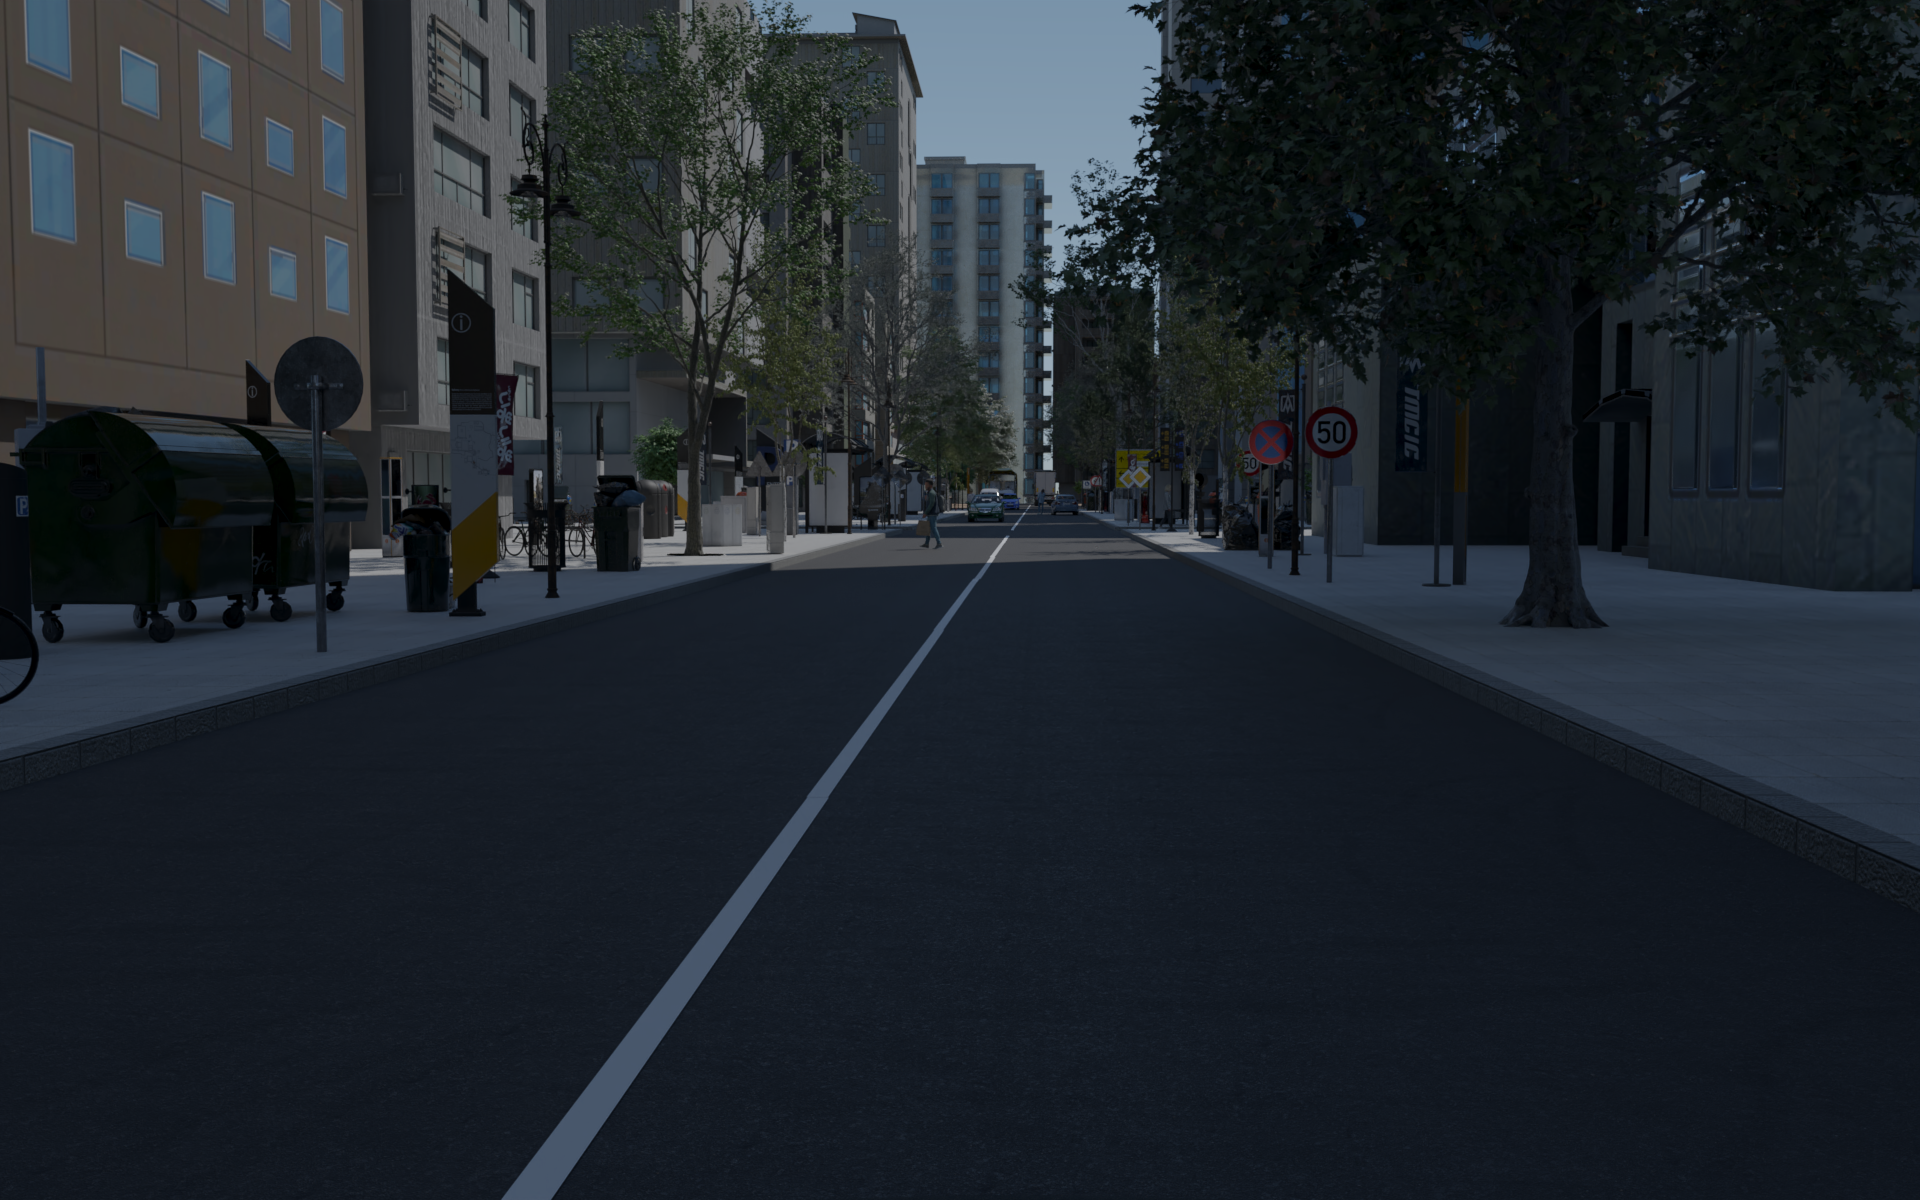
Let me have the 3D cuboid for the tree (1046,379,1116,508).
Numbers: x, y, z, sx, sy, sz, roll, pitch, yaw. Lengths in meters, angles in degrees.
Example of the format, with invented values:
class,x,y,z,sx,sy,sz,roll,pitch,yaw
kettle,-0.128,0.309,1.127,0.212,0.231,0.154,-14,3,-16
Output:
class,x,y,z,sx,sy,sz,roll,pitch,yaw
tree,11.337,-14.077,155.918,9.928,11.665,9.643,0,3,0

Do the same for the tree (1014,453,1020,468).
class,x,y,z,sx,sy,sz,roll,pitch,yaw
tree,3.387,-17.325,217.667,8.767,10.594,7.601,0,4,2

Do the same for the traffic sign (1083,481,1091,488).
class,x,y,z,sx,sy,sz,roll,pitch,yaw
traffic sign,9.633,-7.906,131.393,0.606,2.300,0.079,0,4,7

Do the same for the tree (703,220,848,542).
class,x,y,z,sx,sy,sz,roll,pitch,yaw
tree,-4.800,-5.865,46.249,4.737,8.622,4.395,0,3,0

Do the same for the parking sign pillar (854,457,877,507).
class,x,y,z,sx,sy,sz,roll,pitch,yaw
parking sign pillar,-6.983,-8.339,124.821,1.447,3.967,1.447,0,4,5

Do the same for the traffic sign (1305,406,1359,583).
class,x,y,z,sx,sy,sz,roll,pitch,yaw
traffic sign,5.353,-1.524,25.029,0.768,2.556,0.104,0,4,4

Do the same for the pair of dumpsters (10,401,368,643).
class,x,y,z,sx,sy,sz,roll,pitch,yaw
pair of dumpsters,-7.330,-0.879,16.872,1.574,2.255,4.437,0,4,2

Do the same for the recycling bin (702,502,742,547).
class,x,y,z,sx,sy,sz,roll,pitch,yaw
recycling bin,-5.852,-1.838,42.603,0.722,1.027,0.722,3,4,37

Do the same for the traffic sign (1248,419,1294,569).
class,x,y,z,sx,sy,sz,roll,pitch,yaw
traffic sign,5.326,-1.810,29.699,0.768,2.556,0.104,1,4,9

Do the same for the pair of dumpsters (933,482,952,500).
class,x,y,z,sx,sy,sz,roll,pitch,yaw
pair of dumpsters,-1.493,-8.059,134.262,1.574,2.255,4.437,0,4,3

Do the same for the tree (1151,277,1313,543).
class,x,y,z,sx,sy,sz,roll,pitch,yaw
tree,7.169,-5.792,45.056,4.737,8.622,4.395,0,3,0

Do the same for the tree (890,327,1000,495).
class,x,y,z,sx,sy,sz,roll,pitch,yaw
tree,-1.208,-12.105,116.046,7.486,12.596,7.792,0,3,0

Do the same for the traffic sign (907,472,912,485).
class,x,y,z,sx,sy,sz,roll,pitch,yaw
traffic sign,-3.037,-5.881,96.262,0.768,2.556,0.104,0,4,4

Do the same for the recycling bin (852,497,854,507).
class,x,y,z,sx,sy,sz,roll,pitch,yaw
recycling bin,-8.207,-7.450,134.359,0.722,1.027,0.722,2,4,26

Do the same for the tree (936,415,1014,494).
class,x,y,z,sx,sy,sz,roll,pitch,yaw
tree,0.728,-14.906,178.118,7.601,10.594,8.767,1,4,12

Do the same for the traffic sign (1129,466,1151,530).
class,x,y,z,sx,sy,sz,roll,pitch,yaw
traffic sign,6.404,-3.546,61.620,0.795,2.450,0.064,0,4,3

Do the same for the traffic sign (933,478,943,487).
class,x,y,z,sx,sy,sz,roll,pitch,yaw
traffic sign,-1.687,-7.857,128.466,0.884,2.594,0.081,1,4,11

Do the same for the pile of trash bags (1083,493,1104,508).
class,x,y,z,sx,sy,sz,roll,pitch,yaw
pile of trash bags,11.091,-8.012,140.753,1.912,1.369,3.447,-2,4,-31

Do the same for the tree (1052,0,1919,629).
class,x,y,z,sx,sy,sz,roll,pitch,yaw
tree,5.685,-6.092,16.608,9.611,12.733,9.660,0,3,0

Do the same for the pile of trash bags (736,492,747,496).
class,x,y,z,sx,sy,sz,roll,pitch,yaw
pile of trash bags,-8.578,-3.964,74.556,1.912,1.369,3.447,-3,5,-43

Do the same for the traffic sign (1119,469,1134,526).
class,x,y,z,sx,sy,sz,roll,pitch,yaw
traffic sign,6.766,-4.034,69.597,0.795,2.450,0.064,0,4,3

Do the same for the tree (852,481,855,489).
class,x,y,z,sx,sy,sz,roll,pitch,yaw
tree,-7.170,-6.841,106.455,1.663,3.219,1.824,0,3,0

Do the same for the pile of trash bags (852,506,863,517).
class,x,y,z,sx,sy,sz,roll,pitch,yaw
pile of trash bags,-6.414,-5.270,95.910,3.447,1.369,1.912,1,4,18

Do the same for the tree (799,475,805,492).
class,x,y,z,sx,sy,sz,roll,pitch,yaw
tree,-7.844,-5.979,92.354,1.663,3.219,1.824,0,3,0

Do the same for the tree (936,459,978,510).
class,x,y,z,sx,sy,sz,roll,pitch,yaw
tree,-0.084,-10.232,151.009,4.285,4.588,4.351,0,3,0

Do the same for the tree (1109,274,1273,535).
class,x,y,z,sx,sy,sz,roll,pitch,yaw
tree,7.552,-6.380,54.668,4.360,8.622,3.978,0,3,0

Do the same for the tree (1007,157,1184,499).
class,x,y,z,sx,sy,sz,roll,pitch,yaw
tree,8.049,-14.963,100.542,12.611,20.169,13.585,0,3,0

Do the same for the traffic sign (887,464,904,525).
class,x,y,z,sx,sy,sz,roll,pitch,yaw
traffic sign,-2.729,-4.441,72.721,0.768,2.556,0.104,0,4,4

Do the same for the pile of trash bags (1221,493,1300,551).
class,x,y,z,sx,sy,sz,roll,pitch,yaw
pile of trash bags,7.139,-1.902,40.850,1.912,1.369,3.447,1,4,11

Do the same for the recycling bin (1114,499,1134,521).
class,x,y,z,sx,sy,sz,roll,pitch,yaw
recycling bin,7.993,-4.389,84.309,0.722,1.027,0.722,3,5,39

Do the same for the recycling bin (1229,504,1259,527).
class,x,y,z,sx,sy,sz,roll,pitch,yaw
recycling bin,7.302,-1.920,43.939,0.722,1.027,0.722,3,5,39

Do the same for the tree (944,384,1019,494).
class,x,y,z,sx,sy,sz,roll,pitch,yaw
tree,2.295,-17.512,192.974,9.857,13.997,8.962,0,3,0

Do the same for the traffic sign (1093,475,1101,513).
class,x,y,z,sx,sy,sz,roll,pitch,yaw
traffic sign,9.303,-7.061,115.456,0.884,2.594,0.081,1,4,12

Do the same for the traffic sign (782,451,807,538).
class,x,y,z,sx,sy,sz,roll,pitch,yaw
traffic sign,-4.859,-3.093,50.679,0.768,2.556,0.104,0,4,4

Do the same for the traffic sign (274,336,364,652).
class,x,y,z,sx,sy,sz,roll,pitch,yaw
traffic sign,-5.188,-0.850,14.004,0.768,2.556,0.104,0,4,8

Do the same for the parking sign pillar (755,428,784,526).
class,x,y,z,sx,sy,sz,roll,pitch,yaw
parking sign pillar,-7.690,-5.037,70.823,1.447,3.967,1.447,0,4,4

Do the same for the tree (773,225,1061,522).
class,x,y,z,sx,sy,sz,roll,pitch,yaw
tree,-3.277,-10.280,78.448,12.009,13.543,11.850,0,3,0

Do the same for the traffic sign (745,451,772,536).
class,x,y,z,sx,sy,sz,roll,pitch,yaw
traffic sign,-6.067,-3.204,52.386,0.884,2.594,0.081,0,4,7

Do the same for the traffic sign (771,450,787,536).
class,x,y,z,sx,sy,sz,roll,pitch,yaw
traffic sign,-5.189,-3.150,51.506,0.884,2.594,0.081,1,4,12

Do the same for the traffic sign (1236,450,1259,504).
class,x,y,z,sx,sy,sz,roll,pitch,yaw
traffic sign,8.351,-3.055,50.052,0.768,2.556,0.104,0,4,8

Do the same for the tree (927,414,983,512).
class,x,y,z,sx,sy,sz,roll,pitch,yaw
tree,-0.632,-10.651,124.512,4.737,8.622,4.395,0,3,0

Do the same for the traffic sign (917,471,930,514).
class,x,y,z,sx,sy,sz,roll,pitch,yaw
traffic sign,-2.044,-5.922,96.934,0.768,2.556,0.104,0,4,7

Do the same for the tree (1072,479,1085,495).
class,x,y,z,sx,sy,sz,roll,pitch,yaw
tree,15.344,-13.875,221.450,1.663,3.219,1.824,0,3,0

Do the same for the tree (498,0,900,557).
class,x,y,z,sx,sy,sz,roll,pitch,yaw
tree,-5.357,-6.725,35.702,9.928,11.665,9.643,0,3,0

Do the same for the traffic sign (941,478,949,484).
class,x,y,z,sx,sy,sz,roll,pitch,yaw
traffic sign,-1.244,-8.364,136.865,0.768,2.556,0.104,1,4,9

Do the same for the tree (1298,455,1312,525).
class,x,y,z,sx,sy,sz,roll,pitch,yaw
tree,14.983,-4.727,71.883,1.663,3.219,1.824,0,3,0

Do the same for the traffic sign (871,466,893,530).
class,x,y,z,sx,sy,sz,roll,pitch,yaw
traffic sign,-2.780,-3.573,62.055,0.795,2.450,0.064,0,4,3

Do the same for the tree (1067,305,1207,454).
class,x,y,z,sx,sy,sz,roll,pitch,yaw
tree,8.755,-9.278,86.100,7.601,10.594,8.767,-2,4,-25

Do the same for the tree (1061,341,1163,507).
class,x,y,z,sx,sy,sz,roll,pitch,yaw
tree,11.229,-13.819,136.303,12.009,13.543,11.850,0,3,0

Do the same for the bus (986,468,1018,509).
class,x,y,z,sx,sy,sz,roll,pitch,yaw
bus,4.140,-10.635,165.435,2.896,3.916,12.252,0,4,3

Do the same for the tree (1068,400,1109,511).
class,x,y,z,sx,sy,sz,roll,pitch,yaw
tree,10.168,-10.905,128.657,4.360,8.622,3.978,0,3,0

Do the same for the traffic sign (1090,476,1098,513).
class,x,y,z,sx,sy,sz,roll,pitch,yaw
traffic sign,9.321,-7.272,119.007,0.768,2.556,0.104,0,4,4

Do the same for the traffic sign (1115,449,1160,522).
class,x,y,z,sx,sy,sz,roll,pitch,yaw
traffic sign,8.203,-5.196,78.834,2.265,3.308,0.079,0,4,4

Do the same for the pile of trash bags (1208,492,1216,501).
class,x,y,z,sx,sy,sz,roll,pitch,yaw
pile of trash bags,15.599,-5.439,98.672,3.447,1.369,1.912,-2,4,-29

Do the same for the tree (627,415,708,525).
class,x,y,z,sx,sy,sz,roll,pitch,yaw
tree,-12.287,-5.420,72.326,4.285,4.588,4.351,0,3,0
